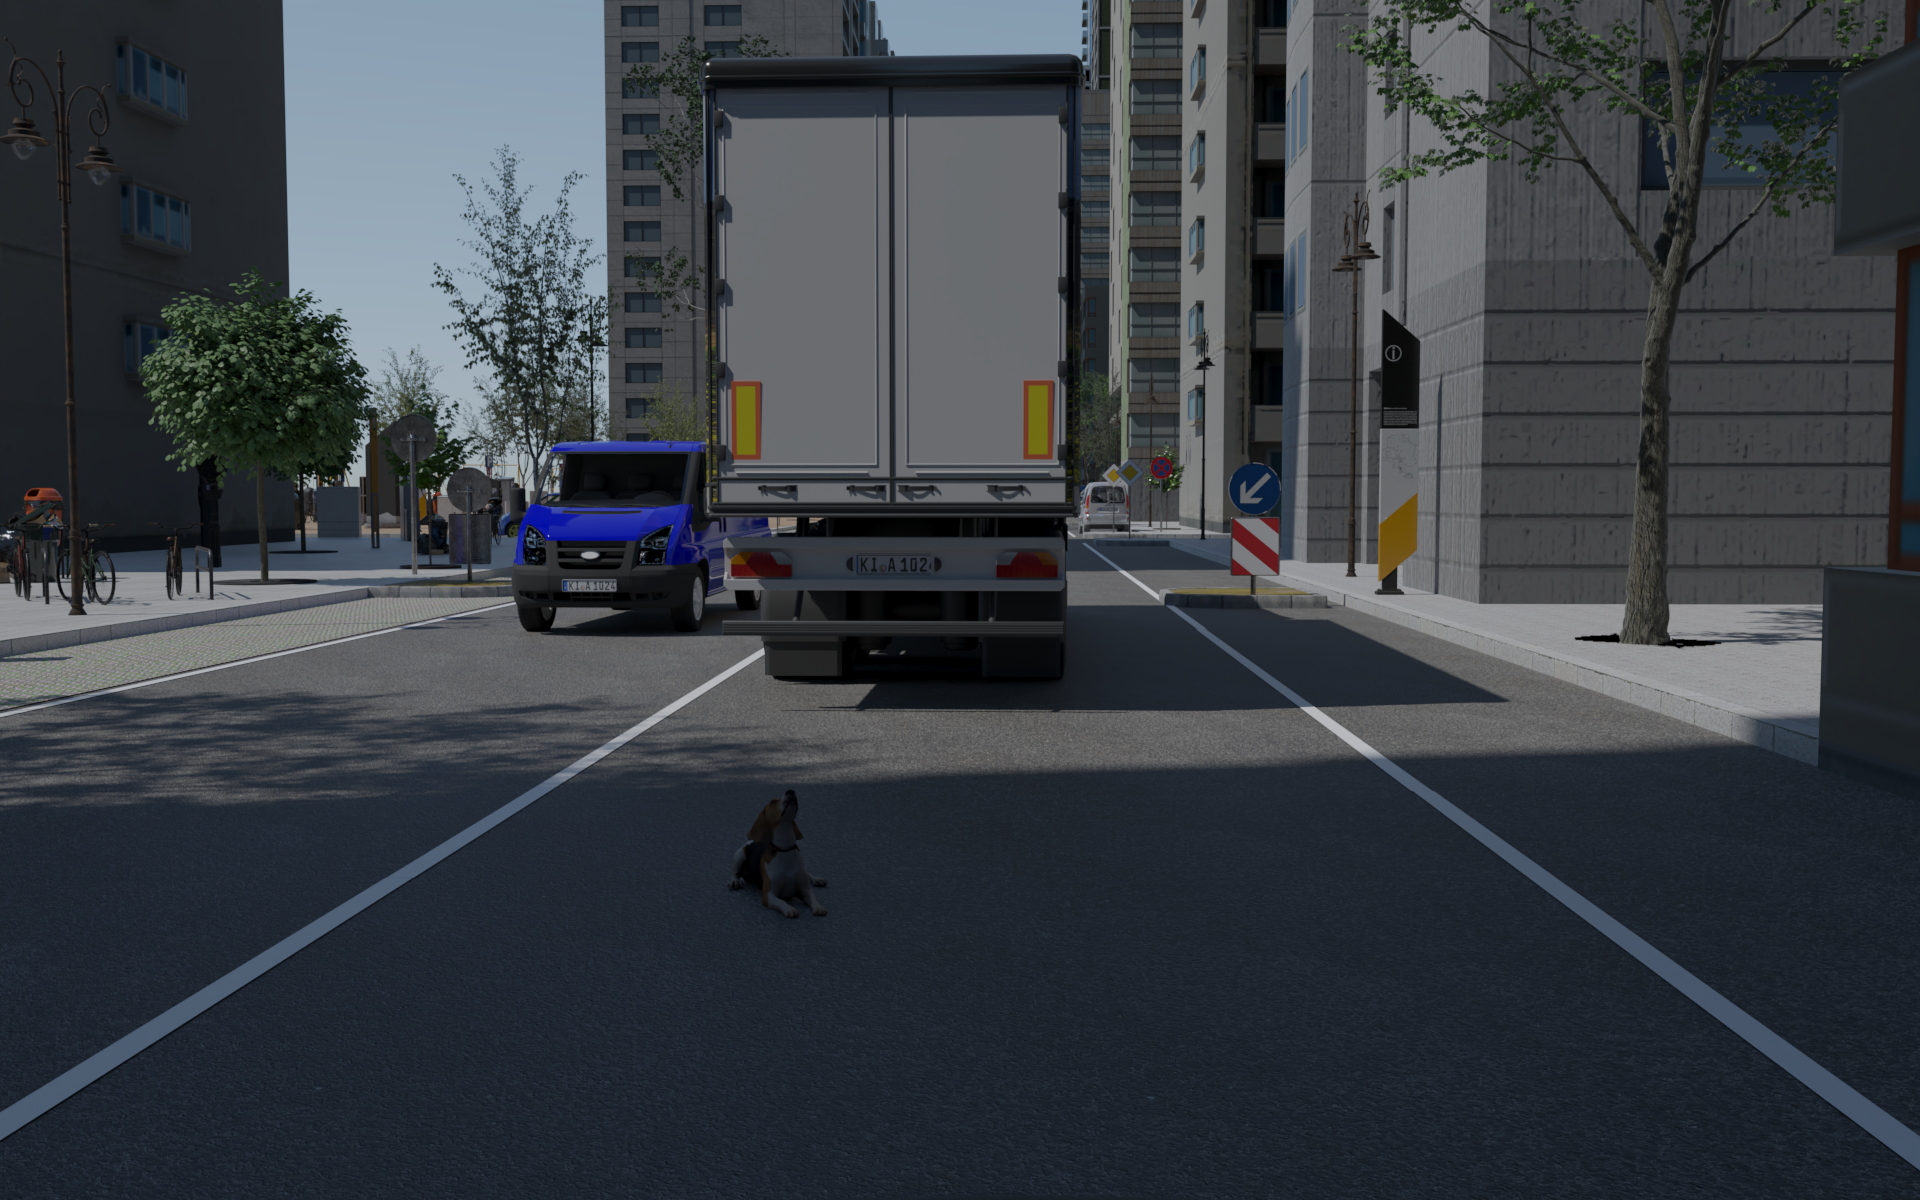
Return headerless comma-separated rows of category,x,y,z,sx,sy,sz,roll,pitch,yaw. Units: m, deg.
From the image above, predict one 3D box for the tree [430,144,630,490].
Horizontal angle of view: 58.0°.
tree,-8.994,-5.277,36.643,4.360,8.622,3.978,0,3,0

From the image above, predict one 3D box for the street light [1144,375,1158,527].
street light,7.397,-5.774,67.199,0.468,5.910,1.993,0,4,2

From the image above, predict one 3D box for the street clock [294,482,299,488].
street clock,-39.299,-5.976,102.279,0.358,2.002,0.471,3,4,38

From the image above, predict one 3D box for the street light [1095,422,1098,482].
street light,8.685,-8.411,110.312,0.468,5.910,1.993,0,4,2

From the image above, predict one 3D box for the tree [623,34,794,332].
tree,-7.391,-13.081,69.770,12.611,20.169,13.585,0,3,0

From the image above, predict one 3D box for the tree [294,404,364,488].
tree,-27.909,-7.367,70.815,4.737,8.622,4.395,0,3,0

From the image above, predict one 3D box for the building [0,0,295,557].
building,-28.888,-25.173,35.276,21.600,48.544,21.300,0,4,2

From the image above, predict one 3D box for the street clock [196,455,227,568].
street clock,-13.033,-1.569,30.230,0.471,2.002,0.358,-1,4,-9

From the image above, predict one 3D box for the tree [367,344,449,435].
tree,-27.026,-8.182,84.131,4.737,8.622,4.395,0,3,0

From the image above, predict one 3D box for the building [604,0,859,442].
building,-16.632,-43.049,142.108,20.563,71.187,20.611,0,4,2

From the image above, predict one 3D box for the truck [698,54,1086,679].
truck,-0.169,-1.700,16.716,2.839,4.237,11.283,0,4,3

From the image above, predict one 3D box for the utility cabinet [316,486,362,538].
utility cabinet,-17.974,-2.537,50.155,1.173,1.500,0.318,0,4,-4

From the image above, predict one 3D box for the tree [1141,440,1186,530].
tree,7.327,-4.149,62.442,1.663,3.219,1.824,0,3,0

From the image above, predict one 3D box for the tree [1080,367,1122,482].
tree,8.308,-9.120,99.480,4.360,8.622,3.978,0,3,0

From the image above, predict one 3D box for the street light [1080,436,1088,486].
street light,9.520,-9.711,131.556,0.468,5.910,1.993,0,4,2

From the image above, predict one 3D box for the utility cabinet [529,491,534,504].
utility cabinet,-28.943,-6.741,118.901,1.173,1.500,0.318,-1,4,-20

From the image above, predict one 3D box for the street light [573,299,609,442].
street light,-8.631,-4.152,40.671,0.468,5.910,1.993,0,4,2

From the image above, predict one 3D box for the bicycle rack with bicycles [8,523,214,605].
bicycle rack with bicycles,-10.295,-0.471,21.087,2.852,0.926,2.925,-2,4,-28

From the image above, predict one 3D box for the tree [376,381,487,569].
tree,-9.290,-2.159,29.907,1.663,3.219,1.824,0,3,0

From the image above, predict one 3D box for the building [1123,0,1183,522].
building,14.981,-24.575,85.402,14.154,41.232,14.086,0,4,2

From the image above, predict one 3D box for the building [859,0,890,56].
building,-17.452,-33.560,168.309,23.786,49.044,30.456,0,4,2

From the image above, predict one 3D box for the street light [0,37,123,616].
street light,-9.356,-2.777,18.186,0.468,5.910,1.993,0,4,2

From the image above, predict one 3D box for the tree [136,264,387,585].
tree,-10.069,-2.522,24.953,4.285,4.588,4.351,0,3,0

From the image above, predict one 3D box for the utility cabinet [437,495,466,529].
utility cabinet,-18.763,-3.228,63.944,1.020,1.237,0.306,1,4,14

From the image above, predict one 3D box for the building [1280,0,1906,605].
building,16.985,-29.971,32.033,21.231,58.520,28.212,0,4,2

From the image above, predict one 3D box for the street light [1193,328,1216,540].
street light,6.821,-4.628,48.455,0.468,5.910,1.993,0,4,2

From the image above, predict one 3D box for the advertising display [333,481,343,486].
advertising display,-30.083,-4.804,83.759,0.123,1.923,0.974,0,4,2

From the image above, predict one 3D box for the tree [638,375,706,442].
tree,-17.943,-9.658,108.273,4.737,8.622,4.395,0,3,0

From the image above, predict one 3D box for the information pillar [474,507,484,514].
information pillar,-18.759,-3.853,67.485,0.304,2.012,0.304,-3,4,-38

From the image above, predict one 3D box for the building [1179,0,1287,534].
building,19.371,-26.996,65.080,21.600,48.544,21.300,0,4,2

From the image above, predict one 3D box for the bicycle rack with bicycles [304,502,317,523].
bicycle rack with bicycles,-28.939,-3.895,77.063,2.925,0.926,2.852,2,4,34

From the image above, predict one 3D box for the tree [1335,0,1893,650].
tree,6.015,-5.423,14.427,9.928,11.665,9.643,0,3,0

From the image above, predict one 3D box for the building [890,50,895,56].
building,-15.491,-34.896,194.254,21.300,48.544,21.600,0,4,2

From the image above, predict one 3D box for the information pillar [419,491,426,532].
information pillar,-18.442,-4.133,58.925,0.504,3.616,0.183,0,4,-6

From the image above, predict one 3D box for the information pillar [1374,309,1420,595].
information pillar,5.558,-1.873,21.979,0.504,3.616,0.183,0,4,3

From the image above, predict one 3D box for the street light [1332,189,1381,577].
street light,6.070,-3.297,26.690,0.468,5.910,1.993,0,4,2

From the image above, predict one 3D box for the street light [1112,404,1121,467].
street light,8.051,-7.088,88.669,0.468,5.910,1.993,0,4,2

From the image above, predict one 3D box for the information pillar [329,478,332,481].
information pillar,-48.218,-8.635,132.534,0.183,3.616,0.504,1,4,19

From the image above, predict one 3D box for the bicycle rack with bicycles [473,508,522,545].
bicycle rack with bicycles,-11.319,-1.825,43.220,2.852,0.926,2.925,0,4,5

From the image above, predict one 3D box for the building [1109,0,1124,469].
building,24.267,-32.274,116.918,28.713,52.752,27.495,0,4,2

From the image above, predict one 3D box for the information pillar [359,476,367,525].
information pillar,-24.732,-4.127,71.962,0.304,2.012,0.304,3,5,44

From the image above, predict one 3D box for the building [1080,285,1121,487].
building,24.605,-19.107,157.439,27.650,21.520,28.899,0,4,2
